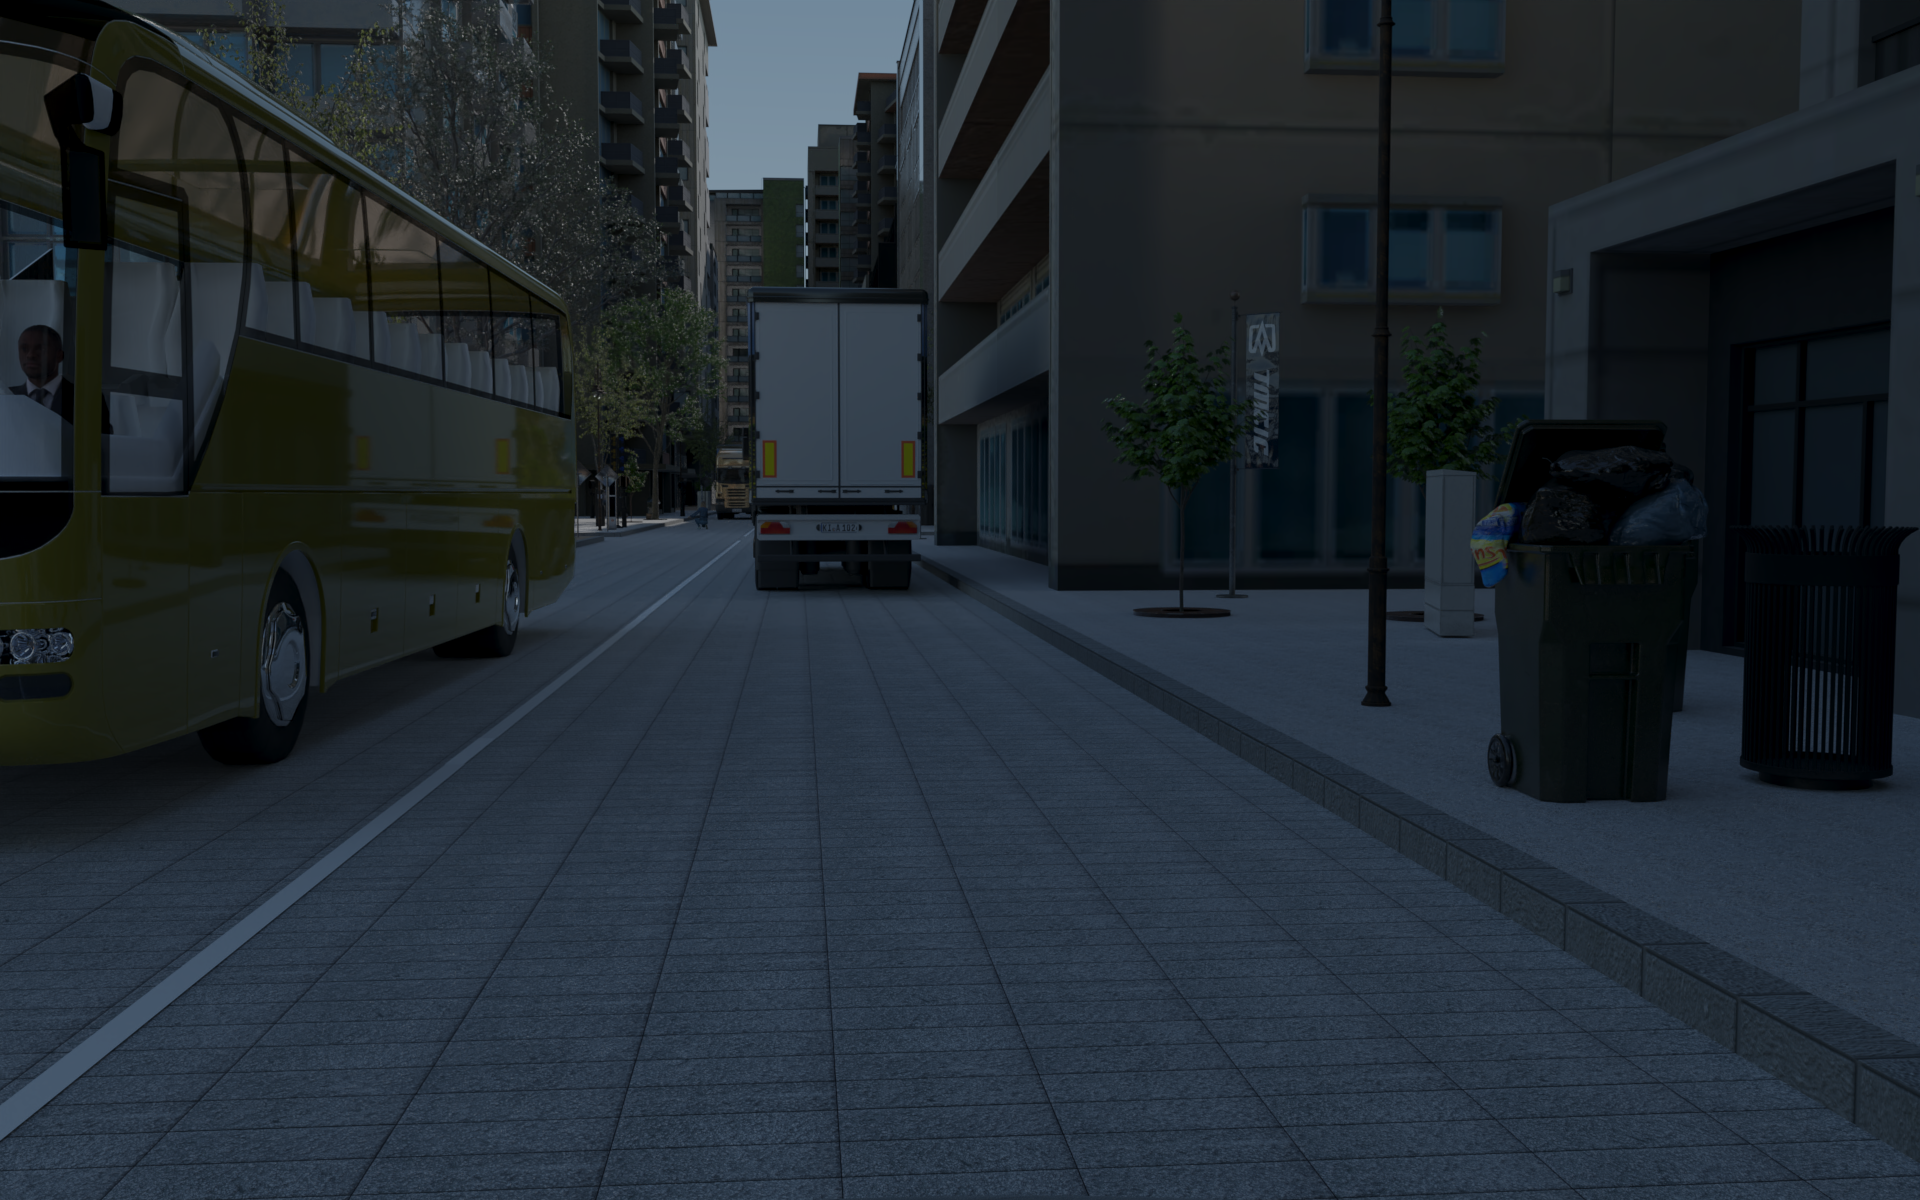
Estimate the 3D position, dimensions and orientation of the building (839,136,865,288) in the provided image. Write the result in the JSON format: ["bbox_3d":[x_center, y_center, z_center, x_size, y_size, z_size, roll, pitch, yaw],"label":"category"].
[{"bbox_3d":[-7.032,-31.668,201.372,14.154,41.232,14.086,0,4,-5],"label":"building"}]

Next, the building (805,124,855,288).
[{"bbox_3d":[-9.686,-37.134,230.840,21.600,48.544,21.300,0,4,-5],"label":"building"}]

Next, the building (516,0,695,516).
[{"bbox_3d":[-28.781,-27.917,111.069,22.147,44.769,28.867,0,4,-5],"label":"building"}]

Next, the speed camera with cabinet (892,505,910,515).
[{"bbox_3d":[-2.782,-5.359,81.953,0.660,3.252,2.038,-1,4,-14],"label":"speed camera with cabinet"}]

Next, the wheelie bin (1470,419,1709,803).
[{"bbox_3d":[2.707,0.032,7.388,0.980,1.594,0.693,0,4,-4],"label":"wheelie bin"}]

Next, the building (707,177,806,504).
[{"bbox_3d":[-27.126,-33.170,225.916,14.086,41.232,14.154,0,4,-5],"label":"building"}]

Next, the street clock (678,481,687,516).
[{"bbox_3d":[-15.888,-5.790,99.240,0.471,2.002,0.358,2,4,28],"label":"street clock"}]

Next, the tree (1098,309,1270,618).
[{"bbox_3d":[2.229,-1.452,18.349,1.663,3.219,1.824,0,3,0],"label":"tree"}]

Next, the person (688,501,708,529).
[{"bbox_3d":[-10.617,-3.459,70.558,1.012,1.151,0.738,-2,4,-29],"label":"person"}]

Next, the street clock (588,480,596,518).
[{"bbox_3d":[-19.436,-5.318,91.511,0.358,2.002,0.471,-2,4,-32],"label":"street clock"}]

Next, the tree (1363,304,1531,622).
[{"bbox_3d":[4.980,-1.412,17.694,1.663,3.219,1.824,0,3,0],"label":"tree"}]

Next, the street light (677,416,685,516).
[{"bbox_3d":[-16.298,-7.846,101.068,0.468,5.910,1.993,0,4,-5],"label":"street light"}]

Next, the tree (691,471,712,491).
[{"bbox_3d":[-20.351,-8.771,138.003,1.663,3.219,1.824,0,3,0],"label":"tree"}]

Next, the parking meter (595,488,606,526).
[{"bbox_3d":[-14.317,-3.701,68.929,0.372,1.533,0.369,0,3,0],"label":"parking meter"}]

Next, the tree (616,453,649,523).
[{"bbox_3d":[-14.722,-5.099,77.976,1.663,3.219,1.824,0,3,0],"label":"tree"}]

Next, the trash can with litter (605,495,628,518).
[{"bbox_3d":[-19.071,-5.123,94.813,2.233,1.210,1.678,0,4,-3],"label":"trash can with litter"}]

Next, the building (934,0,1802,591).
[{"bbox_3d":[10.925,-25.025,32.861,21.300,48.544,21.600,0,4,-5],"label":"building"}]

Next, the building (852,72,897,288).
[{"bbox_3d":[0.091,-32.136,180.055,22.147,44.769,28.867,0,4,-5],"label":"building"}]

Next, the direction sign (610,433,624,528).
[{"bbox_3d":[-12.830,-4.457,64.874,0.379,3.537,0.876,1,4,23],"label":"direction sign"}]

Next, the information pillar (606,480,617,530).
[{"bbox_3d":[-12.535,-3.533,62.258,0.304,2.012,0.304,-2,4,-26],"label":"information pillar"}]

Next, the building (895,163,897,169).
[{"bbox_3d":[3.501,-19.593,107.729,14.401,28.519,23.554,0,4,-5],"label":"building"}]

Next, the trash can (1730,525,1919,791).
[{"bbox_3d":[3.805,0.243,7.677,0.748,1.137,0.748,0,3,0],"label":"trash can"}]

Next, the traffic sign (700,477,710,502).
[{"bbox_3d":[-18.470,-7.669,125.500,0.768,2.556,0.104,0,4,2],"label":"traffic sign"}]

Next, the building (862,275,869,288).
[{"bbox_3d":[5.016,-18.788,152.228,27.650,21.520,28.899,0,4,-5],"label":"building"}]

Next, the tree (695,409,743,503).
[{"bbox_3d":[-20.984,-12.250,150.644,4.360,8.622,3.978,0,3,0],"label":"tree"}]

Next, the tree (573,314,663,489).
[{"bbox_3d":[-14.544,-7.352,70.560,4.360,8.622,3.978,0,3,0],"label":"tree"}]

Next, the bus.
[{"bbox_3d":[-4.983,-1.272,12.346,2.896,3.916,12.252,0,4,-3],"label":"bus"}]

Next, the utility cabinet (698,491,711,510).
[{"bbox_3d":[-19.819,-7.671,134.100,1.173,1.500,0.318,3,5,39],"label":"utility cabinet"}]

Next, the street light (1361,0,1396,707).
[{"bbox_3d":[2.529,-2.297,10.345,0.468,5.910,1.993,0,4,-5],"label":"street light"}]

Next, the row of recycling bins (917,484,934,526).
[{"bbox_3d":[-1.267,-3.971,72.037,1.069,1.692,3.534,0,4,0],"label":"row of recycling bins"}]

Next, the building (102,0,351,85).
[{"bbox_3d":[-30.511,-27.732,73.025,23.786,49.044,30.456,0,4,-5],"label":"building"}]

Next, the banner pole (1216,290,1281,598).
[{"bbox_3d":[3.553,-1.909,21.224,0.863,3.779,0.401,3,5,40],"label":"banner pole"}]

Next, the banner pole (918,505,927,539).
[{"bbox_3d":[-1.125,-3.602,48.917,0.401,3.779,0.863,0,4,-5],"label":"banner pole"}]

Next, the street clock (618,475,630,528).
[{"bbox_3d":[-12.871,-3.779,66.362,0.471,2.002,0.358,0,4,-8],"label":"street clock"}]

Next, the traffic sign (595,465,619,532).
[{"bbox_3d":[-12.057,-3.399,59.210,0.795,2.450,0.064,0,4,-5],"label":"traffic sign"}]

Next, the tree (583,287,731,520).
[{"bbox_3d":[-14.928,-9.765,85.412,9.928,11.665,9.643,0,3,0],"label":"tree"}]

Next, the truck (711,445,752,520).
[{"bbox_3d":[-12.730,-6.820,100.416,2.839,4.237,11.283,0,4,-5],"label":"truck"}]

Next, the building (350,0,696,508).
[{"bbox_3d":[-35.164,-32.261,147.075,23.786,49.044,30.456,0,4,-5],"label":"building"}]

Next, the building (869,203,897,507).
[{"bbox_3d":[-0.231,-18.240,127.898,12.332,23.373,15.834,0,4,-5],"label":"building"}]

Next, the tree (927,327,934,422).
[{"bbox_3d":[-2.521,-7.251,68.924,4.737,8.622,4.395,0,3,0],"label":"tree"}]

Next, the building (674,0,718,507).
[{"bbox_3d":[-39.492,-35.902,176.230,28.713,52.752,27.495,0,4,-5],"label":"building"}]

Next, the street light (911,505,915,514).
[{"bbox_3d":[-1.386,-4.791,51.120,0.468,5.910,1.993,0,4,-5],"label":"street light"}]

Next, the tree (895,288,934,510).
[{"bbox_3d":[-2.273,-6.868,62.649,4.360,8.622,3.978,0,3,0],"label":"tree"}]

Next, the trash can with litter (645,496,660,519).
[{"bbox_3d":[-15.530,-4.653,87.461,0.624,1.170,1.055,0,4,1],"label":"trash can with litter"}]

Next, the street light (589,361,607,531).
[{"bbox_3d":[-12.594,-5.359,60.399,0.468,5.910,1.993,0,4,-5],"label":"street light"}]

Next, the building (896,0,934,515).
[{"bbox_3d":[3.454,-16.386,85.937,12.078,24.808,19.932,0,4,-5],"label":"building"}]

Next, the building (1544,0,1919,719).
[{"bbox_3d":[16.114,-34.570,3.475,20.563,71.187,20.611,0,4,-5],"label":"building"}]

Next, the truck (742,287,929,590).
[{"bbox_3d":[-2.285,-2.460,29.134,2.839,4.237,11.283,0,4,-7],"label":"truck"}]

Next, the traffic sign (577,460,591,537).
[{"bbox_3d":[-11.316,-2.912,51.259,0.795,2.450,0.064,0,4,-5],"label":"traffic sign"}]

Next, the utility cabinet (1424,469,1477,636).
[{"bbox_3d":[4.512,-0.443,15.928,0.318,1.500,1.173,1,4,8],"label":"utility cabinet"}]

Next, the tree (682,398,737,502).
[{"bbox_3d":[-19.251,-11.014,130.441,4.737,8.622,4.395,0,3,0],"label":"tree"}]

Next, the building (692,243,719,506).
[{"bbox_3d":[-34.923,-26.179,199.734,14.107,30.474,14.160,0,4,-5],"label":"building"}]

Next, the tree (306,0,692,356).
[{"bbox_3d":[-11.683,-8.009,41.312,12.009,13.543,11.850,0,3,0],"label":"tree"}]

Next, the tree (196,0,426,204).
[{"bbox_3d":[-9.409,-4.564,24.991,4.360,8.622,3.978,0,3,0],"label":"tree"}]
